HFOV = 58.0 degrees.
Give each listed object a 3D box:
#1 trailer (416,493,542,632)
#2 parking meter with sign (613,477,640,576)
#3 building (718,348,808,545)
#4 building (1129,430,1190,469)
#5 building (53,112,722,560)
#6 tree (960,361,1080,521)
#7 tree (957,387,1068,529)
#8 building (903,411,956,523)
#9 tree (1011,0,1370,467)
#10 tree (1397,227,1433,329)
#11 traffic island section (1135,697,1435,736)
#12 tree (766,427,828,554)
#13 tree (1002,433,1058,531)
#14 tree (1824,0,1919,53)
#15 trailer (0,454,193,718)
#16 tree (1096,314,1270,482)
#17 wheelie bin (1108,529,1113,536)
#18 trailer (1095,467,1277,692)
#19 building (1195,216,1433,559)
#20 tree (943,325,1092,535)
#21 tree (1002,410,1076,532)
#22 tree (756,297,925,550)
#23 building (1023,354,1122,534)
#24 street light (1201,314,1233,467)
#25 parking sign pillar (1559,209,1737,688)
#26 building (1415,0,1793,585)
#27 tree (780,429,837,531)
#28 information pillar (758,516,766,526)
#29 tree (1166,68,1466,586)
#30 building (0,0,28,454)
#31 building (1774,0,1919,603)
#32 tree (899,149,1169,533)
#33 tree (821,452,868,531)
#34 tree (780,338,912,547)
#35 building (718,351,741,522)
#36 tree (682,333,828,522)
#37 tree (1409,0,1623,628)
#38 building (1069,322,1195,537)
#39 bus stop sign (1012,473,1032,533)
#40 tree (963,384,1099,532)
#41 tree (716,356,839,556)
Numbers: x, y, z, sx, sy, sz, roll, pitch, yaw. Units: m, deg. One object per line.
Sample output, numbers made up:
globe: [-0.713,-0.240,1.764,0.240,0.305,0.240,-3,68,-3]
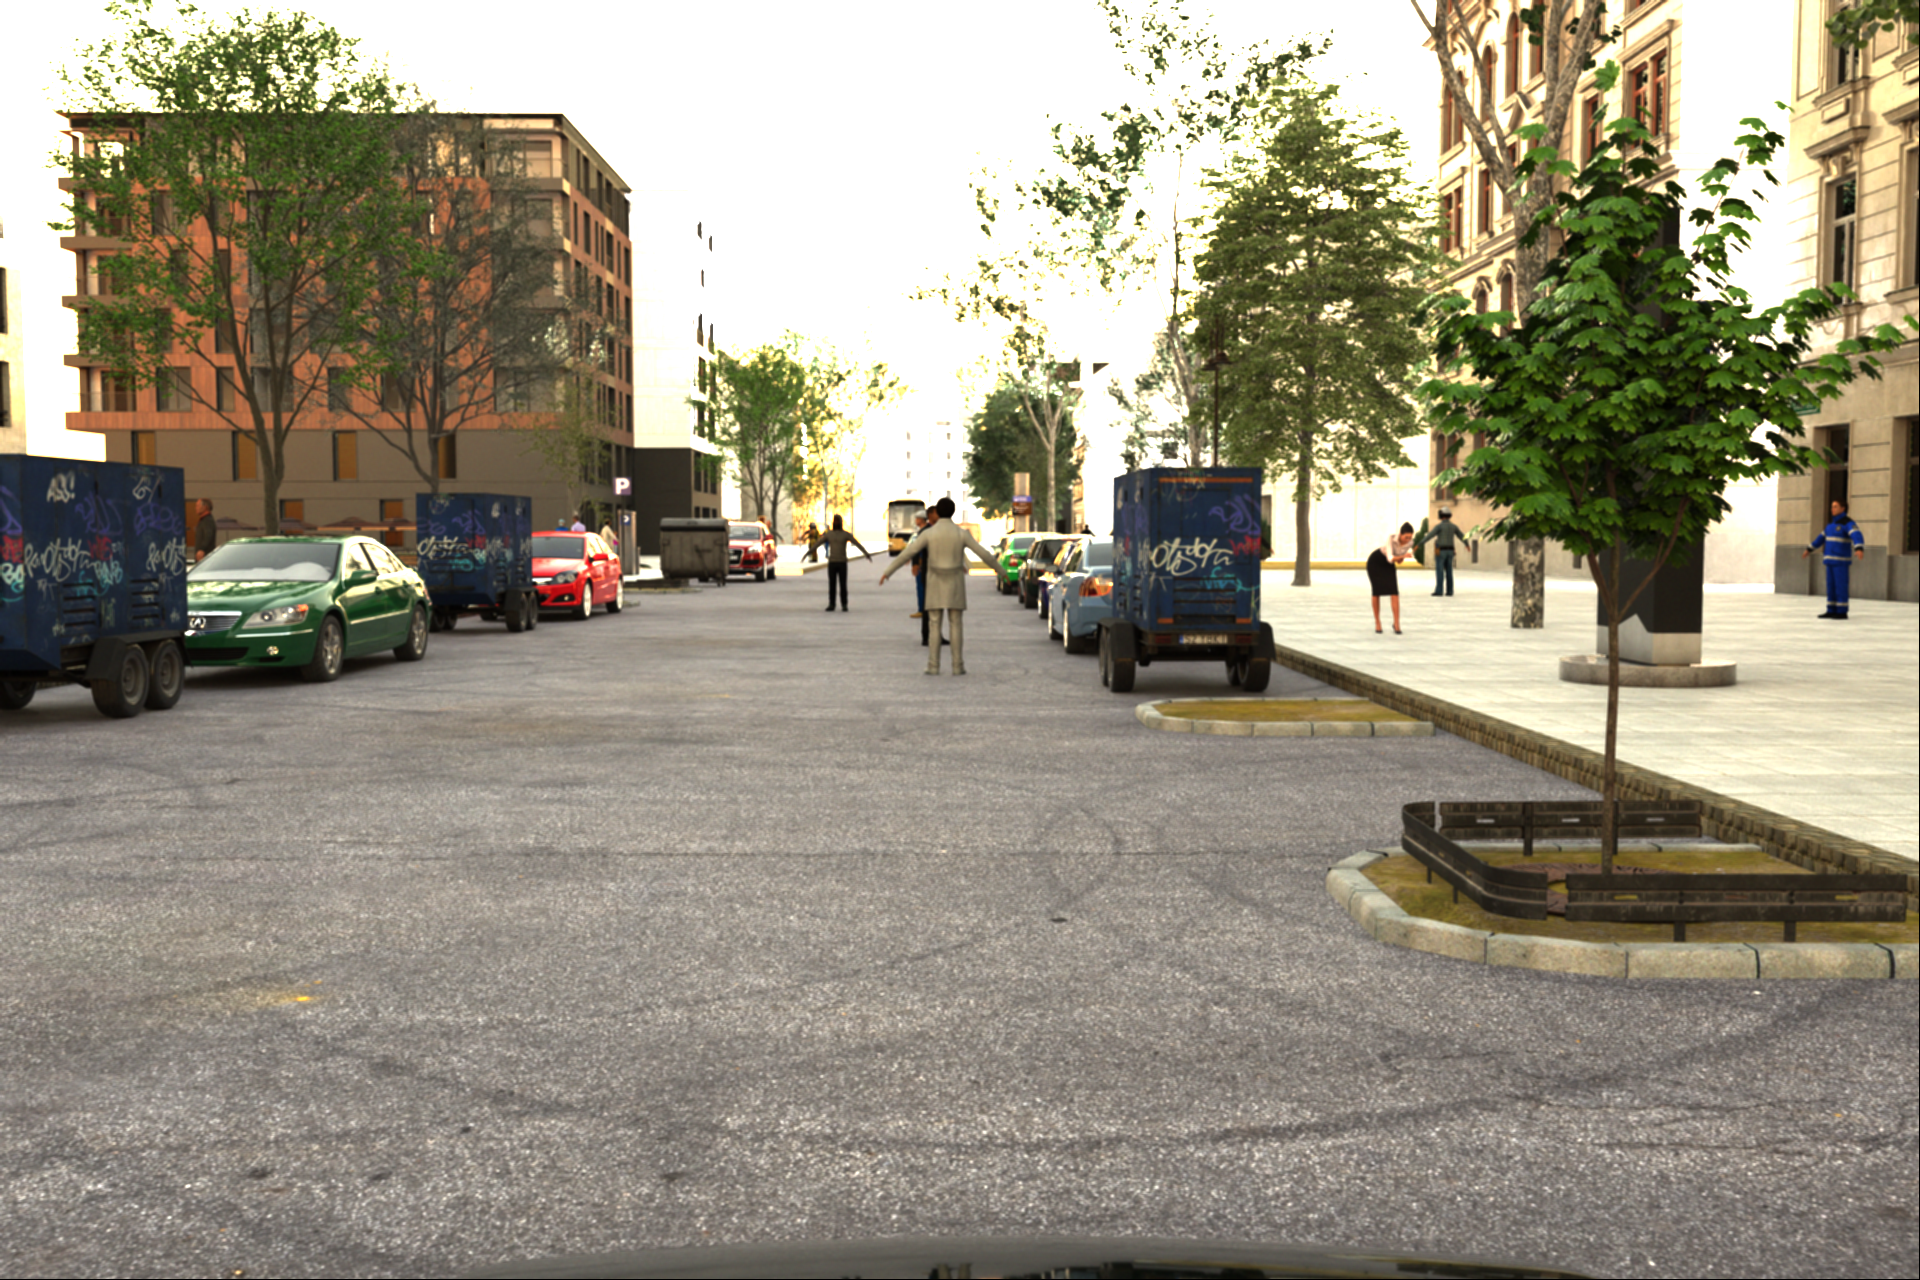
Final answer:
trailer: [-7.073,-1.087,24.814,1.471,1.999,3.904,0,4,0]
parking meter with sign: [-10.351,-3.532,54.016,0.543,3.016,1.738,0,3,0]
building: [-28.516,-23.103,208.655,19.493,23.208,18.063,0,3,0]
building: [19.340,-12.100,139.979,9.099,9.664,28.070,0,4,0]
building: [-29.887,-15.693,100.554,27.936,21.610,32.646,0,4,0]
tree: [4.642,-13.621,129.354,9.857,13.997,8.962,0,3,0]
tree: [4.472,-14.413,142.304,9.857,13.997,8.962,0,3,0]
building: [-7.938,-24.384,257.548,11.380,20.090,16.016,-1,4,-10]
tree: [6.619,-12.397,58.585,12.611,20.169,13.585,0,3,0]
tree: [24.928,-13.723,80.258,12.611,20.169,13.585,0,3,0]
traffic island section: [2.375,0.586,13.280,1.991,0.108,1.994,0,4,0]
tree: [-10.045,-9.712,109.157,4.360,8.622,3.978,0,3,0]
tree: [4.443,-10.385,120.156,4.360,8.622,3.978,0,3,0]
tree: [8.465,-5.570,9.202,7.486,12.596,7.792,0,3,0]
trailer: [-7.148,-0.368,13.064,1.471,1.999,3.904,0,4,-1]
tree: [9.738,-8.514,73.613,7.601,10.594,8.767,2,4,26]
wheelie bin: [5.213,-3.056,57.882,0.693,1.594,0.980,0,3,0]
trailer: [2.035,-0.592,16.723,1.471,1.999,3.904,0,4,-2]
building: [24.640,-14.594,105.074,16.747,18.905,31.486,0,4,0]
tree: [5.152,-18.422,157.084,12.611,20.169,13.585,0,3,0]
tree: [4.202,-9.238,101.400,4.360,8.622,3.978,0,3,0]
tree: [-9.506,-17.235,137.679,12.611,20.169,13.585,0,3,0]
building: [21.597,-22.604,213.548,27.936,21.610,32.646,0,4,-1]
street light: [5.410,-3.904,36.620,0.468,5.910,1.993,0,4,0]
parking sign pillar: [5.996,-1.623,15.017,1.447,3.967,1.447,0,4,0]
building: [24.059,-16.323,54.273,14.401,28.519,23.554,0,4,-1]
tree: [-10.077,-10.160,116.474,4.360,8.622,3.978,0,3,0]
information pillar: [-8.167,-4.103,71.575,0.304,2.012,0.304,0,4,1]
tree: [8.755,-7.637,42.984,7.486,12.596,7.792,0,3,0]
building: [-30.532,-11.291,38.487,10.420,20.400,16.860,0,4,-1]
building: [25.729,-14.616,15.391,17.030,29.872,44.131,0,4,0]
tree: [3.179,-14.146,87.180,12.611,20.169,13.585,0,3,0]
tree: [-11.137,-12.534,155.297,4.360,8.622,3.978,0,3,0]
tree: [-11.922,-19.132,168.701,12.611,20.169,13.585,0,3,0]
building: [-29.232,-19.748,179.302,16.016,20.090,11.380,0,4,-1]
tree: [-10.446,-10.036,89.837,9.928,11.665,9.643,0,3,0]
tree: [6.936,-10.303,24.348,12.611,20.169,13.585,0,3,0]
building: [21.880,-21.634,184.643,19.493,23.208,18.063,0,3,0]
bus stop sign: [2.663,-5.230,74.523,0.837,3.901,0.837,0,4,1]
tree: [4.377,-10.659,108.685,8.767,10.594,7.601,0,4,-1]
tree: [-10.783,-10.717,100.983,9.928,11.665,9.643,0,3,0]
